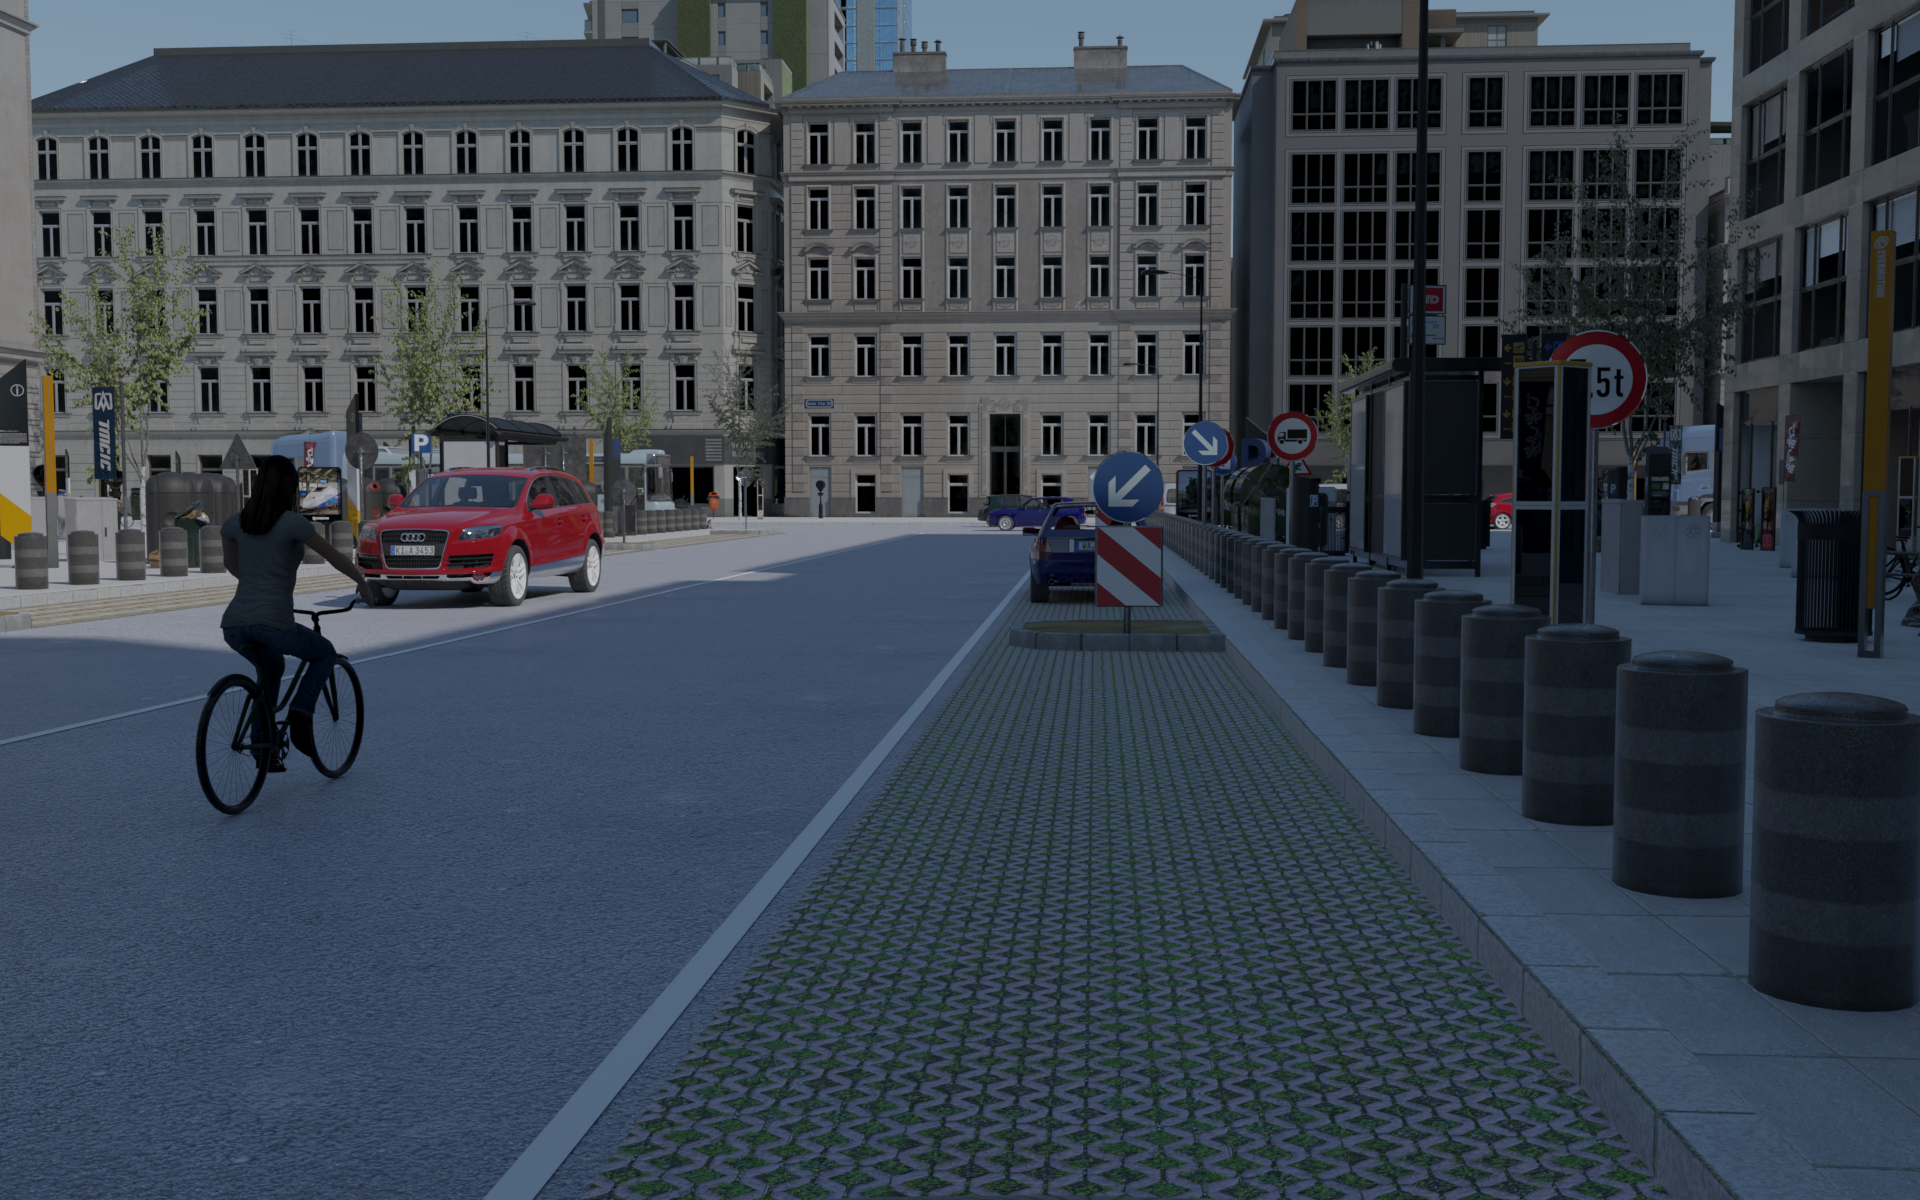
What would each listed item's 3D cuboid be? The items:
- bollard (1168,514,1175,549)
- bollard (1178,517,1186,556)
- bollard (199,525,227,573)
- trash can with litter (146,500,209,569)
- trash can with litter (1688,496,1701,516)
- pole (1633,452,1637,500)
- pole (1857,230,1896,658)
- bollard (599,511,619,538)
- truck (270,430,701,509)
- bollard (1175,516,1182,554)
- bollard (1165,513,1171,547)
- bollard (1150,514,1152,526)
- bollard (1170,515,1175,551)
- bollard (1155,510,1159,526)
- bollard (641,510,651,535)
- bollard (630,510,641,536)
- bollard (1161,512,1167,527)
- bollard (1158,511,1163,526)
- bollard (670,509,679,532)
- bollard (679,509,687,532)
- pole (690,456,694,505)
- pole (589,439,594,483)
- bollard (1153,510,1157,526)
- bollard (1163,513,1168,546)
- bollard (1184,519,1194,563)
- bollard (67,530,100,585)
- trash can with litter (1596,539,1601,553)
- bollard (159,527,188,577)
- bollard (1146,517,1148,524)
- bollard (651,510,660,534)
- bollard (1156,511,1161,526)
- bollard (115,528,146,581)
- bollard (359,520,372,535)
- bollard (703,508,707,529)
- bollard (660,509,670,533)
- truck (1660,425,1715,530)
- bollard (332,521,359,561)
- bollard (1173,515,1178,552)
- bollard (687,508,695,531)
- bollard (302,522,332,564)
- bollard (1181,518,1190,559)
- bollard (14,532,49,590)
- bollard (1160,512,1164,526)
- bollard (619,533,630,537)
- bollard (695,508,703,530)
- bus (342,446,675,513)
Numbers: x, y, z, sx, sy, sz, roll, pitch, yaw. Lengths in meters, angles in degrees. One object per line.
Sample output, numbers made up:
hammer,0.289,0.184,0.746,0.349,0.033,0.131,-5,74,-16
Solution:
bollard,4.988,-1.506,39.339,0.404,0.777,0.398,0,3,0
bollard,4.609,-1.212,34.533,0.404,0.777,0.398,0,3,0
bollard,-12.161,-0.824,28.188,0.404,0.777,0.398,0,3,0
trash can with litter,-13.596,-1.139,30.017,1.055,1.170,0.624,-2,4,-29
trash can with litter,46.348,-6.056,110.072,2.233,1.210,1.678,2,4,28
pole,32.989,-5.564,84.820,0.158,3.312,0.155,0,3,0
pole,7.164,-1.204,13.528,0.158,3.312,0.155,0,3,0
bollard,-10.373,-2.221,51.030,0.404,0.777,0.398,0,3,0
truck,-20.499,-5.126,73.573,18.799,4.110,2.967,0,4,4
bollard,4.707,-1.286,35.735,0.404,0.777,0.398,0,3,0
bollard,5.077,-1.579,40.538,0.404,0.777,0.398,0,3,0
bollard,5.928,-2.240,51.334,0.404,0.777,0.398,0,3,0
bollard,4.894,-1.432,38.134,0.404,0.777,0.398,0,3,0
bollard,5.646,-2.019,47.731,0.404,0.777,0.398,0,3,0
bollard,-10.087,-2.443,54.657,0.404,0.777,0.398,0,3,0
bollard,-10.179,-2.370,53.459,0.404,0.777,0.398,0,3,0
bollard,5.268,-1.726,42.937,0.404,0.777,0.398,0,3,0
bollard,5.455,-1.873,45.336,0.404,0.777,0.398,0,3,0
bollard,-9.801,-2.663,58.259,0.404,0.777,0.398,0,3,0
bollard,-9.711,-2.736,59.458,0.404,0.777,0.398,0,3,0
pole,-14.494,-6.105,93.663,0.158,3.312,0.155,0,3,0
pole,-13.541,-4.271,63.680,0.158,3.312,0.155,0,3,0
bollard,5.736,-2.093,48.934,0.404,0.777,0.398,0,3,0
bollard,5.174,-1.653,41.739,0.404,0.777,0.398,0,3,0
bollard,4.421,-1.064,32.120,0.404,0.777,0.398,0,3,0
bollard,-12.442,-0.603,24.579,0.404,0.777,0.398,0,3,0
trash can with litter,13.917,-1.652,38.404,0.624,1.170,1.055,-3,5,-45
bollard,-12.253,-0.750,26.983,0.404,0.777,0.398,0,3,0
bollard,6.205,-2.461,54.949,0.404,0.777,0.398,0,3,0
bollard,-9.992,-2.516,55.855,0.404,0.777,0.398,0,3,0
bollard,5.548,-1.946,46.534,0.404,0.777,0.398,0,3,0
bollard,-12.349,-0.677,25.786,0.404,0.777,0.398,0,3,0
bollard,-11.692,-1.192,34.208,0.404,0.777,0.398,0,3,0
bollard,-9.423,-2.958,63.083,0.404,0.777,0.398,0,3,0
bollard,-9.898,-2.589,57.053,0.404,0.777,0.398,0,3,0
truck,34.668,-4.497,63.286,18.799,4.110,2.967,0,4,6
bollard,-11.783,-1.119,33.009,0.404,0.777,0.398,0,3,0
bollard,4.800,-1.359,36.936,0.404,0.777,0.398,0,3,0
bollard,-9.620,-2.810,60.661,0.404,0.777,0.398,0,3,0
bollard,-11.875,-1.045,31.802,0.404,0.777,0.398,0,3,0
bollard,4.517,-1.138,33.327,0.404,0.777,0.398,0,3,0
bollard,-12.534,-0.529,23.373,0.404,0.777,0.398,0,3,0
bollard,5.360,-1.799,44.135,0.404,0.777,0.398,0,3,0
bollard,-10.275,-2.295,52.232,0.404,0.777,0.398,0,3,0
bollard,-9.521,-2.884,61.876,0.404,0.777,0.398,0,3,0
bus,-17.000,-4.423,67.180,13.247,3.499,2.948,0,4,5
